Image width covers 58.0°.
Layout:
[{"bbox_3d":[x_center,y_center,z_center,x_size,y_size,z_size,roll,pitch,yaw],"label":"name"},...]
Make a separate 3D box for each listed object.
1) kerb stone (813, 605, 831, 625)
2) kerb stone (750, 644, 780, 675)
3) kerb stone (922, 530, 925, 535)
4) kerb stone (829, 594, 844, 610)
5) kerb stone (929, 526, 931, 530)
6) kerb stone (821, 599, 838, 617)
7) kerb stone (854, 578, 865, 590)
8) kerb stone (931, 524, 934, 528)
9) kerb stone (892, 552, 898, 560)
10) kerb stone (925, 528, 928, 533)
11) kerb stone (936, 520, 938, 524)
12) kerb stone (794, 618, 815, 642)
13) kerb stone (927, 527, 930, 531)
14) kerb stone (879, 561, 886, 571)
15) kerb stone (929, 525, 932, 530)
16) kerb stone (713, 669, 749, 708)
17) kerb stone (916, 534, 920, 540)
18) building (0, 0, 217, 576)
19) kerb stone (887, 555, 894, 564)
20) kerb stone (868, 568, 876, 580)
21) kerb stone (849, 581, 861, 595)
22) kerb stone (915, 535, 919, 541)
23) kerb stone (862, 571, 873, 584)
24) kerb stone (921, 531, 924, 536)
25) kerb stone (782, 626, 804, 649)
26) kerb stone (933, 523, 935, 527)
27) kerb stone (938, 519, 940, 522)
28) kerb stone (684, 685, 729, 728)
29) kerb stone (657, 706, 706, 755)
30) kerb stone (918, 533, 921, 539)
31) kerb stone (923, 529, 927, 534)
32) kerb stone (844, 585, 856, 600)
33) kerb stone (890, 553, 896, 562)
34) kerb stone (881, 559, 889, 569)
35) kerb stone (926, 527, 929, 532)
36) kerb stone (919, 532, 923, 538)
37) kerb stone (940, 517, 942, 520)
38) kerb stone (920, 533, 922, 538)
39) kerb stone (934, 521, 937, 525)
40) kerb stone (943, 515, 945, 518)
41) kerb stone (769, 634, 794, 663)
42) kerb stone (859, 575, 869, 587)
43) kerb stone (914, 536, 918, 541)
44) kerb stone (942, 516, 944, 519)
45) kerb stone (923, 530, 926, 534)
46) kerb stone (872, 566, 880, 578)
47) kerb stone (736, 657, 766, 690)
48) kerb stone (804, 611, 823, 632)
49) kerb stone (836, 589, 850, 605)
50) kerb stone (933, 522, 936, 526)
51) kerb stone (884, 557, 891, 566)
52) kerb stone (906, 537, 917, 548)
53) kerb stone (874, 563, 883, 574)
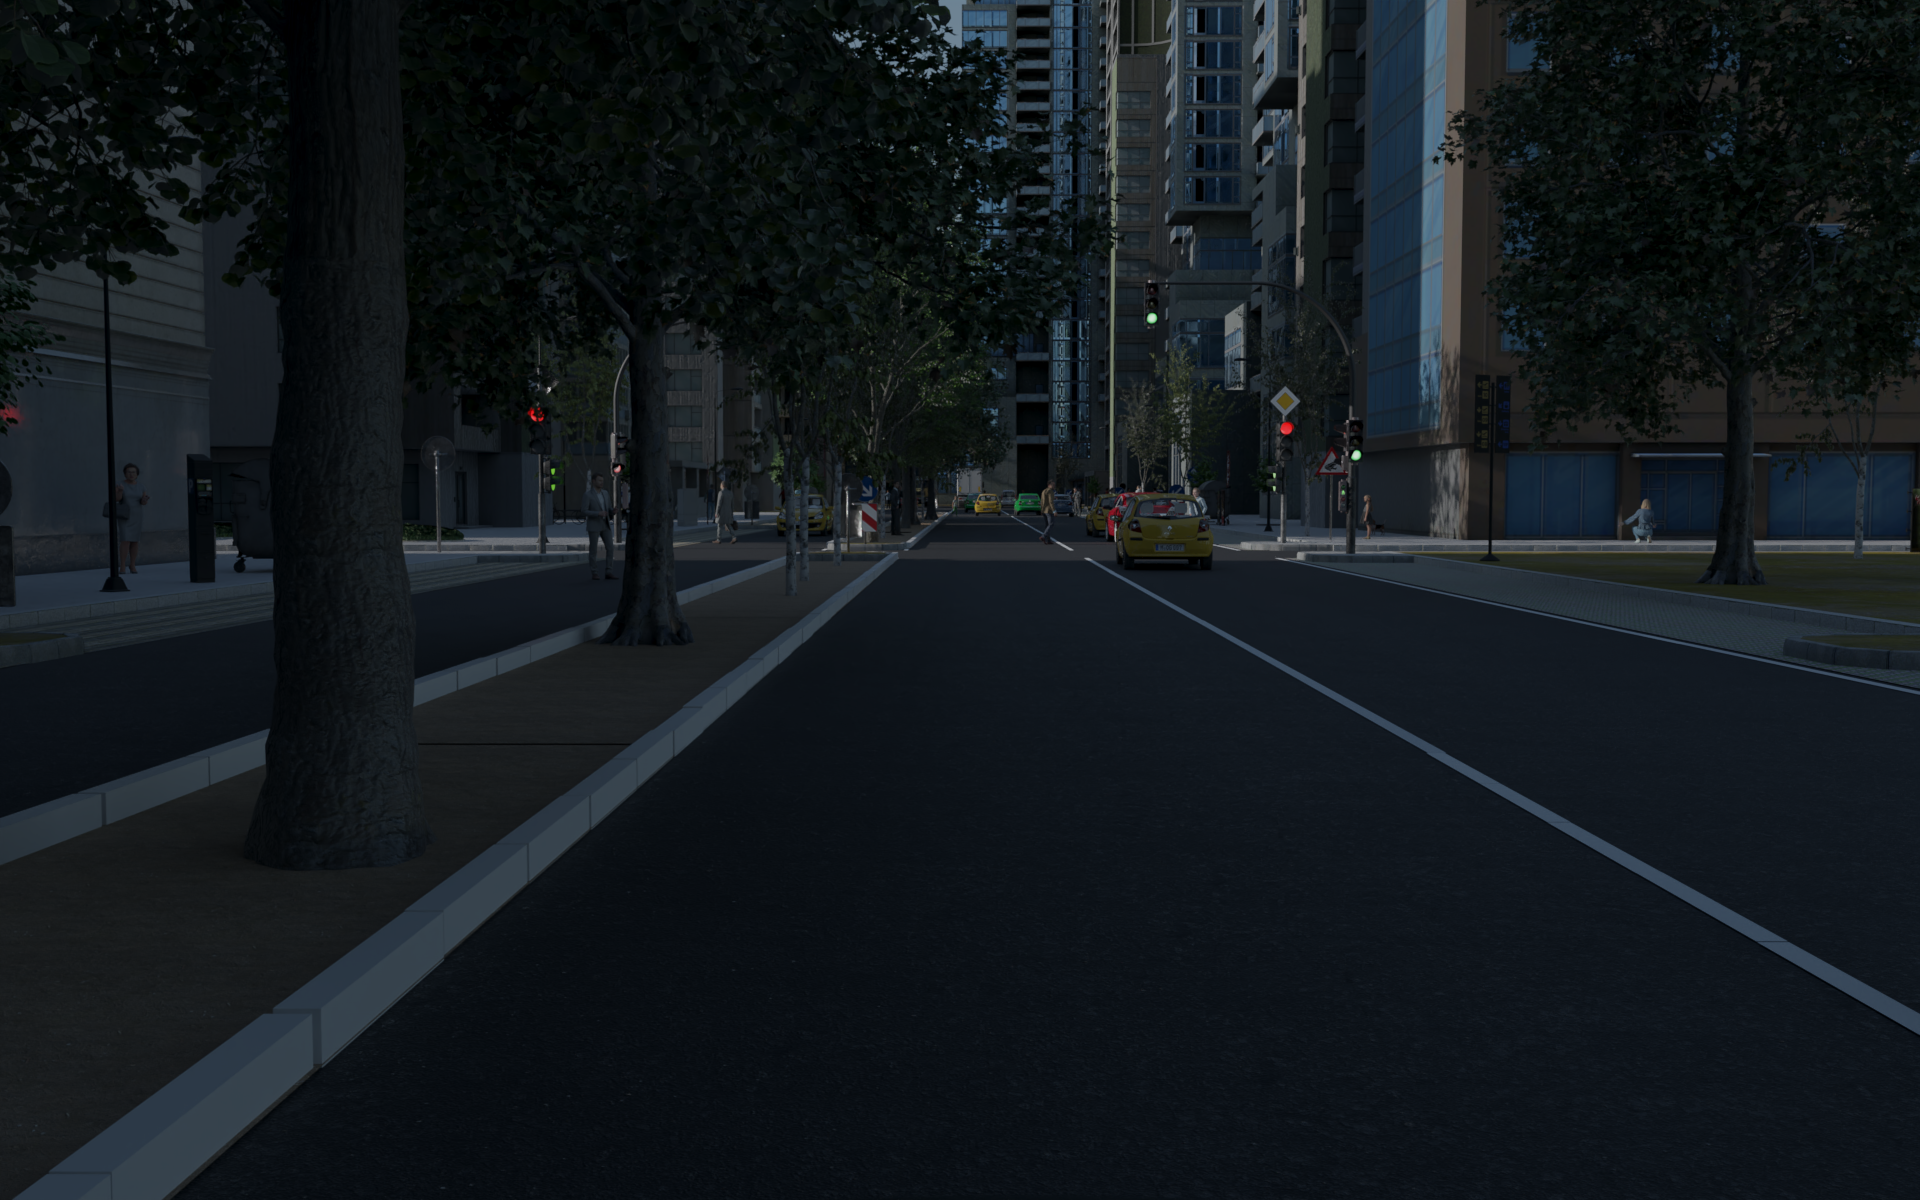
[{"bbox_3d":[-1.556,0.186,19.157,0.120,0.150,1.000,0,4,0],"label":"kerb stone"},{"bbox_3d":[-1.592,0.499,14.042,0.120,0.150,1.000,0,4,0],"label":"kerb stone"},{"bbox_3d":[-1.303,-2.104,56.603,0.120,0.150,1.000,0,4,0],"label":"kerb stone"},{"bbox_3d":[-1.548,0.062,21.204,0.120,0.150,1.000,0,4,0],"label":"kerb stone"},{"bbox_3d":[-1.249,-2.605,64.790,0.120,0.150,1.000,0,4,0],"label":"kerb stone"},{"bbox_3d":[-1.548,0.123,20.179,0.120,0.150,1.000,0,4,0],"label":"kerb stone"},{"bbox_3d":[-1.515,-0.191,25.315,0.120,0.150,1.000,0,4,0],"label":"kerb stone"},{"bbox_3d":[-1.222,-2.854,68.884,0.120,0.150,1.000,0,4,0],"label":"kerb stone"},{"bbox_3d":[-1.440,-0.879,36.615,0.120,0.150,1.000,0,4,0],"label":"kerb stone"},{"bbox_3d":[-1.278,-2.355,60.697,0.120,0.150,1.000,0,4,0],"label":"kerb stone"},{"bbox_3d":[-1.159,-3.357,77.083,0.120,0.150,1.000,0,4,0],"label":"kerb stone"},{"bbox_3d":[-1.563,0.316,17.111,0.120,0.150,1.000,0,4,0],"label":"kerb stone"},{"bbox_3d":[-1.262,-2.480,62.743,0.120,0.150,1.000,0,4,0],"label":"kerb stone"},{"bbox_3d":[-1.477,-0.568,31.478,0.120,0.150,1.000,0,4,0],"label":"kerb stone"},{"bbox_3d":[-1.234,-2.667,65.812,0.120,0.150,1.000,0,4,0],"label":"kerb stone"},{"bbox_3d":[-1.604,0.624,11.990,0.120,0.150,1.000,0,4,0],"label":"kerb stone"},{"bbox_3d":[-1.343,-1.788,51.491,0.120,0.150,1.000,0,4,0],"label":"kerb stone"},{"bbox_3d":[-23.629,-10.996,28.933,18.267,20.994,9.793,0,4,0],"label":"building"},{"bbox_3d":[-1.453,-0.756,34.563,0.120,0.150,1.000,0,4,0],"label":"kerb stone"},{"bbox_3d":[-1.499,-0.379,28.395,0.120,0.150,1.000,0,4,0],"label":"kerb stone"},{"bbox_3d":[-1.520,-0.128,24.290,0.120,0.150,1.000,0,4,0],"label":"kerb stone"},{"bbox_3d":[-1.345,-1.729,50.467,0.120,0.150,1.000,0,4,0],"label":"kerb stone"},{"bbox_3d":[-1.497,-0.317,27.373,0.120,0.150,1.000,0,4,0],"label":"kerb stone"},{"bbox_3d":[-1.311,-2.042,55.579,0.120,0.150,1.000,0,4,0],"label":"kerb stone"},{"bbox_3d":[-1.578,0.374,16.087,0.120,0.150,1.000,0,4,0],"label":"kerb stone"},{"bbox_3d":[-1.204,-2.981,70.935,0.120,0.150,1.000,0,4,0],"label":"kerb stone"},{"bbox_3d":[-1.135,-3.608,81.193,0.120,0.150,1.000,0,4,0],"label":"kerb stone"},{"bbox_3d":[-1.611,0.687,10.963,0.120,0.150,1.000,0,4,0],"label":"kerb stone"},{"bbox_3d":[-1.613,0.757,9.942,0.120,0.150,1.000,0,4,0],"label":"kerb stone"},{"bbox_3d":[-1.333,-1.854,52.513,0.120,0.150,1.000,0,4,0],"label":"kerb stone"},{"bbox_3d":[-1.287,-2.230,58.653,0.120,0.150,1.000,0,4,0],"label":"kerb stone"},{"bbox_3d":[-1.531,-0.059,23.268,0.120,0.150,1.000,0,4,0],"label":"kerb stone"},{"bbox_3d":[-1.444,-0.819,35.584,0.120,0.150,1.000,0,4,0],"label":"kerb stone"},{"bbox_3d":[-1.469,-0.626,32.510,0.120,0.150,1.000,0,4,0],"label":"kerb stone"},{"bbox_3d":[-1.273,-2.417,61.719,0.120,0.150,1.000,0,4,0],"label":"kerb stone"},{"bbox_3d":[-1.324,-1.979,54.557,0.120,0.150,1.000,0,4,0],"label":"kerb stone"},{"bbox_3d":[-1.096,-3.984,87.340,0.120,0.150,1.000,0,4,0],"label":"kerb stone"},{"bbox_3d":[-1.327,-1.917,53.535,0.120,0.150,1.000,0,4,0],"label":"kerb stone"},{"bbox_3d":[-1.176,-3.169,74.002,0.120,0.150,1.000,0,4,0],"label":"kerb stone"},{"bbox_3d":[-1.039,-4.487,95.556,0.120,0.150,1.000,0,4,0],"label":"kerb stone"},{"bbox_3d":[-1.580,0.436,15.065,0.120,0.150,1.000,0,4,0],"label":"kerb stone"},{"bbox_3d":[-1.510,-0.247,26.350,0.120,0.150,1.000,0,4,0],"label":"kerb stone"},{"bbox_3d":[-1.353,-1.667,49.444,0.120,0.150,1.000,0,4,0],"label":"kerb stone"},{"bbox_3d":[-1.060,-4.293,92.461,0.120,0.150,1.000,0,4,0],"label":"kerb stone"},{"bbox_3d":[-1.294,-2.167,57.630,0.120,0.150,1.000,0,4,0],"label":"kerb stone"},{"bbox_3d":[-1.482,-0.438,29.425,0.120,0.150,1.000,0,4,0],"label":"kerb stone"},{"bbox_3d":[-1.599,0.571,13.020,0.120,0.150,1.000,0,4,0],"label":"kerb stone"},{"bbox_3d":[-1.564,0.254,18.134,0.120,0.150,1.000,0,4,0],"label":"kerb stone"},{"bbox_3d":[-1.543,-0.003,22.237,0.120,0.150,1.000,0,4,0],"label":"kerb stone"},{"bbox_3d":[-1.193,-3.044,71.958,0.120,0.150,1.000,0,4,0],"label":"kerb stone"},{"bbox_3d":[-1.460,-0.694,33.541,0.120,0.150,1.000,0,4,0],"label":"kerb stone"},{"bbox_3d":[-1.353,-1.600,48.412,0.120,0.150,1.000,0,4,0],"label":"kerb stone"},{"bbox_3d":[-1.479,-0.505,30.456,0.120,0.150,1.000,0,4,0],"label":"kerb stone"}]
